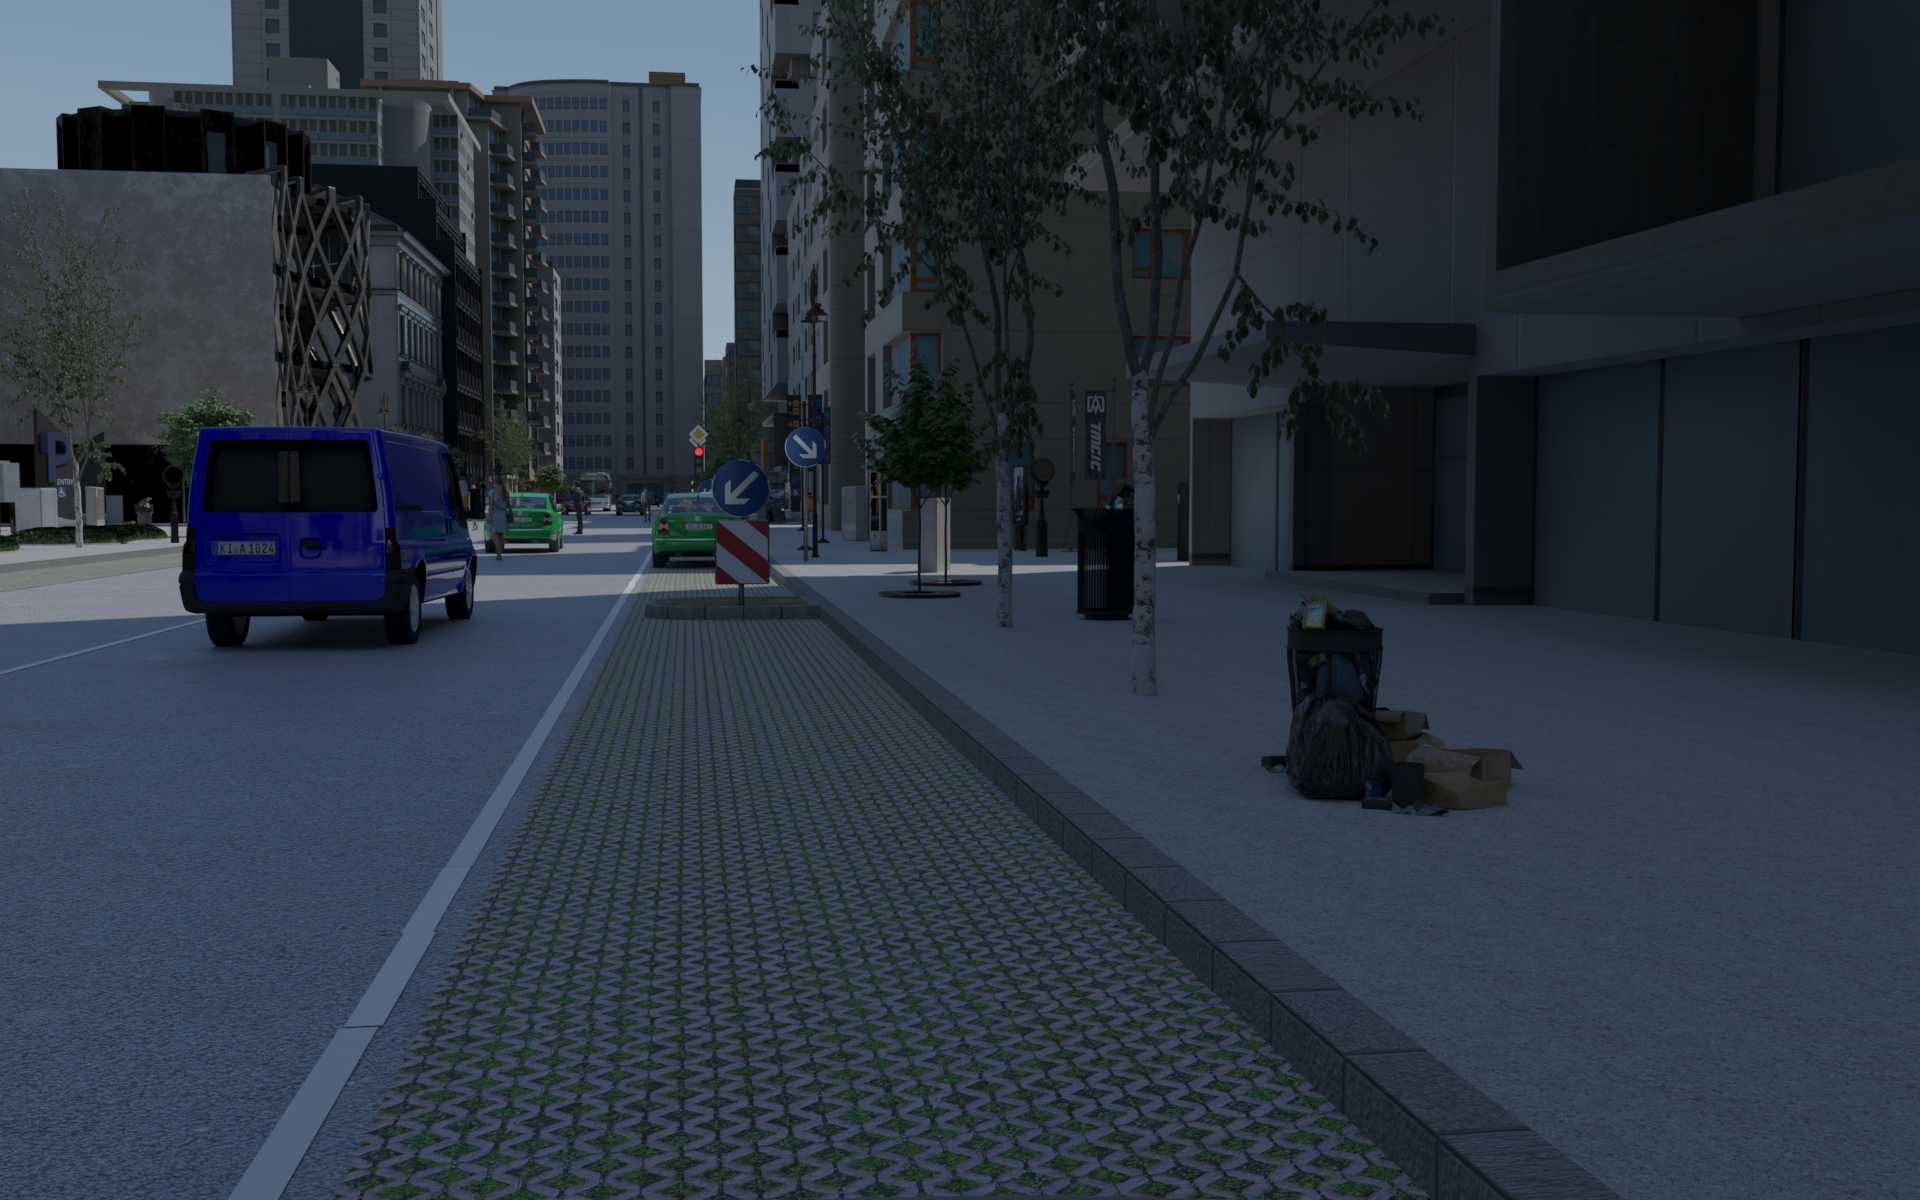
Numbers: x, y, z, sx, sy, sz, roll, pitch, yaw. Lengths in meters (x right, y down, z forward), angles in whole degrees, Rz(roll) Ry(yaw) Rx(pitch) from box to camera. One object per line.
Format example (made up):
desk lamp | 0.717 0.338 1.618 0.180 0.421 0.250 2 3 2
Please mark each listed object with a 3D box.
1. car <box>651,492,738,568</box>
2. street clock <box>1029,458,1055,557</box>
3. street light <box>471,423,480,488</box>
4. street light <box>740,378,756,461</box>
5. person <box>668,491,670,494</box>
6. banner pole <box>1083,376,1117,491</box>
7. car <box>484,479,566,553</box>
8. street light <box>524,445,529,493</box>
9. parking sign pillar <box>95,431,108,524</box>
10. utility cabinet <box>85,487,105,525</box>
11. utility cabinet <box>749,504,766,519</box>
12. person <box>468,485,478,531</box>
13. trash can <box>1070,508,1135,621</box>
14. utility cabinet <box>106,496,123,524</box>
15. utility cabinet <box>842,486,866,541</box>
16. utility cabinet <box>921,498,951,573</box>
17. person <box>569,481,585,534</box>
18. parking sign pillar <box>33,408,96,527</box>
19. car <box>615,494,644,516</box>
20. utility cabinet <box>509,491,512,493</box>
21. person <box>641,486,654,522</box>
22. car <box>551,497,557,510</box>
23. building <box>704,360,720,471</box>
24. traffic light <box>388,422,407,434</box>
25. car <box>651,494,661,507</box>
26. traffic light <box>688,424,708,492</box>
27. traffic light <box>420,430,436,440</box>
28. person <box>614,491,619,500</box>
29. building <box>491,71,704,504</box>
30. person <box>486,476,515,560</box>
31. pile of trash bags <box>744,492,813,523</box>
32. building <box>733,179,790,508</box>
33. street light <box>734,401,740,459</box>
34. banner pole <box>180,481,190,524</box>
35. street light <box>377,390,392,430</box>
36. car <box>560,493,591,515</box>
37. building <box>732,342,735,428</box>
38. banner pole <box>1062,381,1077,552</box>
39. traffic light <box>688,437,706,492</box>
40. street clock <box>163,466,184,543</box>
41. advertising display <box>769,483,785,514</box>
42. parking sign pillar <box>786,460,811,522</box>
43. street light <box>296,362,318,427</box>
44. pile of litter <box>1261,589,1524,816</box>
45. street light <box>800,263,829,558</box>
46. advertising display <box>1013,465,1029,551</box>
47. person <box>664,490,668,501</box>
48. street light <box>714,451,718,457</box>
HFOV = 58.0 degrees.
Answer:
car | -5.277 -1.602 34.983 1.959 1.807 4.718 0 4 -8
street clock | 1.667 -1.875 35.234 0.471 2.002 0.358 -2 4 -24
street light | -30.769 -8.397 110.071 0.468 5.910 1.993 -1 4 -9
street light | -8.389 -5.896 69.180 0.468 5.910 1.993 -1 4 -9
person | -35.536 -12.452 212.537 0.568 1.767 0.683 2 4 23
banner pole | 3.040 -2.863 36.821 0.863 3.779 0.401 0 4 -6
car | -11.004 -2.144 43.843 1.959 1.807 4.718 -1 4 -11
street light | -36.088 -10.471 143.996 0.468 5.910 1.993 -1 4 -9
parking sign pillar | -37.131 -5.215 73.736 1.447 3.967 1.447 -3 4 -38
utility cabinet | -26.238 -2.685 52.582 0.318 1.500 1.173 -1 4 -16
utility cabinet | -7.198 -3.229 61.470 0.318 1.500 1.173 1 4 9
person | -19.057 -3.621 68.060 0.694 1.780 0.624 2 4 29
trash can | 1.504 -0.373 17.753 0.748 1.137 0.748 0 3 0
utility cabinet | -36.983 -3.924 75.320 1.020 1.237 0.306 -2 4 -32
utility cabinet | -2.914 -2.364 47.326 0.318 1.500 1.173 -1 4 -23
utility cabinet | -0.415 -1.076 28.754 0.306 1.237 1.020 1 4 12
person | -13.615 -3.282 61.515 0.474 1.900 0.648 0 4 0
parking sign pillar | -28.605 -4.056 54.789 1.447 3.967 1.447 1 4 14
car | -22.039 -6.371 115.956 2.131 1.459 4.920 0 4 -7
utility cabinet | -34.370 -7.453 130.530 1.173 1.500 0.318 1 4 18
person | -15.881 -4.858 88.033 0.679 1.850 0.850 -1 4 -18
car | -24.874 -5.502 102.316 2.083 1.381 4.827 0 4 -8
building | -22.529 -24.897 252.101 28.899 21.520 27.650 -1 4 -9
traffic light | -22.047 -4.833 67.938 0.839 4.253 0.868 -1 4 -9
car | -33.153 -10.788 186.173 2.009 1.686 4.222 -1 4 -10
traffic light | -10.530 -4.944 69.760 0.839 4.253 0.868 -1 4 -9
traffic light | -23.289 -5.315 75.826 0.839 4.253 0.868 -1 4 -9
person | -36.711 -10.754 185.144 0.721 1.723 1.217 -2 4 -33
building | -50.452 -42.914 243.635 28.212 58.520 21.231 -1 4 -9
person | -9.918 -1.763 37.411 0.616 1.811 0.778 -2 4 -25
pile of trash bags | -8.242 -4.178 78.064 3.447 1.369 1.912 0 4 -4
building | -14.118 -23.886 162.235 14.160 30.474 14.107 -1 4 -9
street light | -10.821 -6.860 84.951 0.468 5.910 1.993 -1 4 -9
banner pole | -32.950 -5.132 73.923 0.401 3.779 0.863 2 4 29
street light | -25.430 -6.351 76.628 0.468 5.910 1.993 -1 4 -9
car | -26.482 -6.757 119.516 2.155 1.783 4.494 0 4 -7
building | -9.629 -20.789 184.939 27.650 21.520 28.899 -1 4 -9
banner pole | 2.479 -2.942 38.122 0.401 3.779 0.863 0 4 -5
traffic light | -11.772 -5.427 77.649 0.839 4.253 0.868 -1 4 -9
street clock | -20.569 -2.492 45.320 0.471 2.002 0.358 -2 4 -32
advertising display | -10.607 -5.818 100.336 0.974 1.923 0.123 0 4 3
parking sign pillar | -7.624 -5.607 80.142 1.447 3.967 1.447 0 4 -8
street light | -22.961 -5.392 60.944 0.468 5.910 1.993 -1 4 -9
pile of litter | 1.912 0.380 7.749 1.176 0.858 1.719 1 4 18
street light | -2.932 -3.799 34.902 0.468 5.910 1.993 -1 4 -9
advertising display | 1.370 -2.077 39.176 0.123 1.923 0.974 -1 4 -12
person | -24.987 -8.443 146.889 0.444 1.785 0.601 1 4 19
street light | -21.342 -10.953 151.862 0.468 5.910 1.993 -1 4 -9
